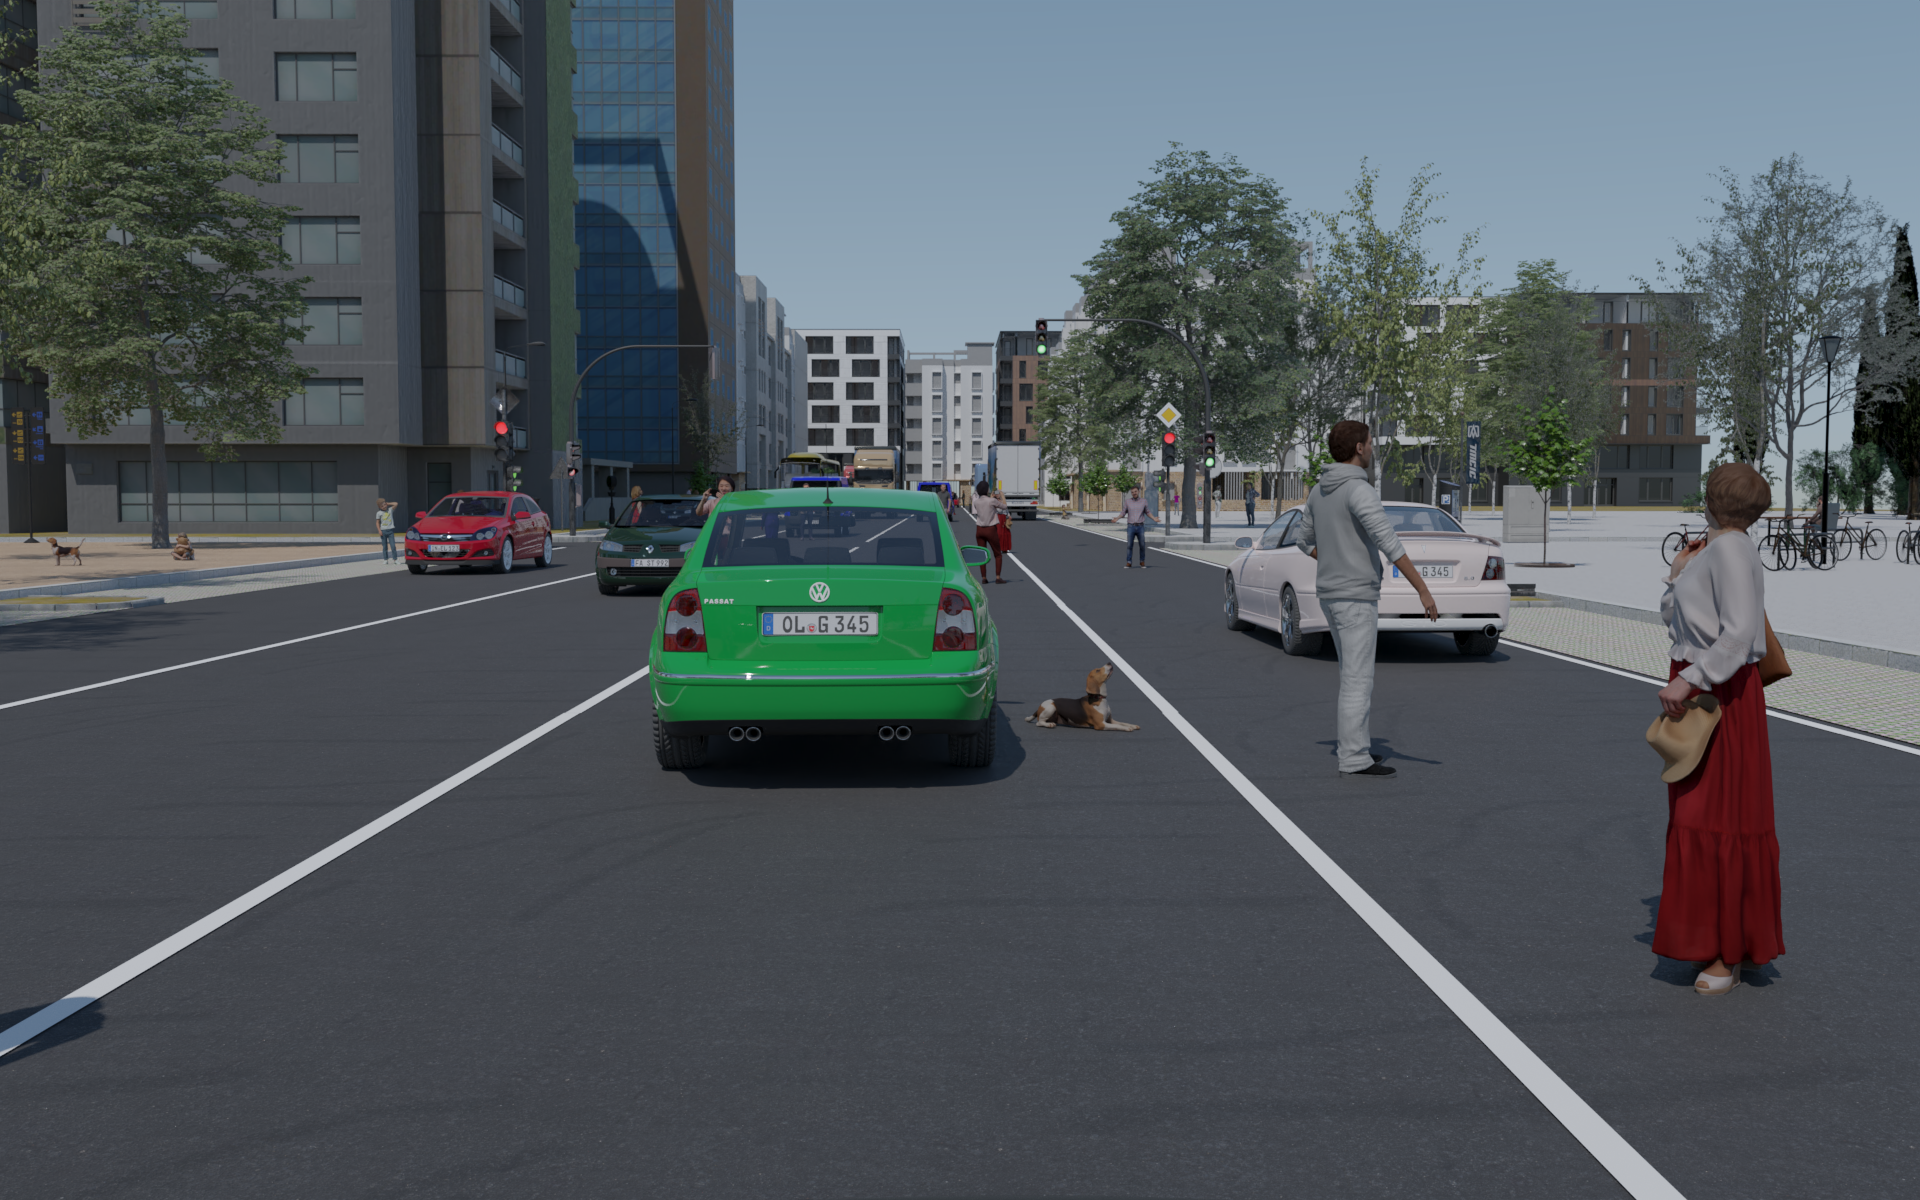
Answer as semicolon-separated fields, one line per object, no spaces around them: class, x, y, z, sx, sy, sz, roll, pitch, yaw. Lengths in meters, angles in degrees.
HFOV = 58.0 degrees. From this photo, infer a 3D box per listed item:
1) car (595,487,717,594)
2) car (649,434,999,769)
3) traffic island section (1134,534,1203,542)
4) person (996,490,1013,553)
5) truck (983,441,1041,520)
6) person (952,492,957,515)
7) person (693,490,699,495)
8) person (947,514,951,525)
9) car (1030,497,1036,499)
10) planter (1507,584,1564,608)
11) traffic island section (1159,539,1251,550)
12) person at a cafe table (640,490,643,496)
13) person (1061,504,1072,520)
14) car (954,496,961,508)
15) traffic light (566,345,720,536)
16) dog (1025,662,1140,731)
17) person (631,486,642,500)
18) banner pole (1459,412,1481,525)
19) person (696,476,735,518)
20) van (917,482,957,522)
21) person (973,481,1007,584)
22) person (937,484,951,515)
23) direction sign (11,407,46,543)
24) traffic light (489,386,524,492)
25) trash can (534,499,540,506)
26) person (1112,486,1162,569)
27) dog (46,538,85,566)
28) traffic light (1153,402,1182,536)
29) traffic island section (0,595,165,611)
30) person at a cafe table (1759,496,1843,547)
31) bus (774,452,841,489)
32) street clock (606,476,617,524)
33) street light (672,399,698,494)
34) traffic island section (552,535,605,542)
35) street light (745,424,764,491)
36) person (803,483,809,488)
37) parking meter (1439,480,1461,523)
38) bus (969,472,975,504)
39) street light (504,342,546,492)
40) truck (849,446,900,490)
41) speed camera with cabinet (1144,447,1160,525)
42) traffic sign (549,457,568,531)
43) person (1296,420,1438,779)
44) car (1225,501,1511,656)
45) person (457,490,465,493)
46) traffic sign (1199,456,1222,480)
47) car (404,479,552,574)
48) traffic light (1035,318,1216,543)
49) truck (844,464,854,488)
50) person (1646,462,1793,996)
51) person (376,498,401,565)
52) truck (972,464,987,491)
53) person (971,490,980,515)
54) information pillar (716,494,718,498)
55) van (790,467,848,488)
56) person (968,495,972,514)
car;-4.315;-0.991;25.985;2.009;1.686;4.222;0;4;-1
car;-0.753;-0.101;10.440;1.959;1.807;4.718;0;4;-2
traffic island section;6.392;-1.887;53.127;2.009;0.180;2.903;0;4;0
person;0.997;-1.875;41.631;0.523;1.526;0.387;-3;4;-36
truck;2.895;-6.639;97.464;2.839;4.237;11.283;0;4;-2
person;-0.469;-6.701;119.932;0.647;1.594;0.662;0;4;7
person;-11.586;-4.057;76.537;0.444;1.614;0.593;0;4;-2
person;-0.693;-4.160;80.421;0.435;1.345;0.340;-2;4;-26
car;5.579;-8.523;148.151;1.959;1.807;4.718;0;4;0
planter;6.575;-0.094;22.683;1.991;0.319;1.994;0;4;0
traffic island section;6.442;-1.398;45.142;2.009;0.180;2.903;0;4;0
person at a cafe table;-18.692;-5.801;103.359;1.622;1.524;1.698;-1;4;-17
person;5.931;-4.905;96.622;0.347;0.859;0.695;-3;4;-38
car;-0.964;-10.652;183.202;2.155;1.783;4.494;0;4;1
traffic light;-9.737;-4.787;52.932;4.771;5.953;1.251;0;4;0
dog;0.742;0.580;10.705;0.550;0.427;0.748;-1;4;-20
person;-7.241;-1.777;39.260;0.444;1.614;0.593;0;4;-4
banner pole;15.391;-3.819;52.458;0.401;3.779;0.863;-3;5;-43
person;-2.817;-0.635;20.342;0.517;1.644;0.566;3;5;43
van;-1.315;-5.298;91.006;2.240;2.365;5.245;0;4;0
person;0.480;-1.086;27.709;0.566;1.644;0.517;-2;4;-24
person;-0.654;-3.378;63.856;0.598;1.807;0.434;2;4;30
direction sign;-24.330;-3.259;45.280;0.876;3.537;0.379;0;4;3
traffic light;-11.779;-3.424;44.899;0.839;4.253;0.868;0;4;0
trash can;-13.774;-2.673;55.358;0.748;1.137;0.748;0;3;0
person;3.370;-1.397;33.300;0.963;1.587;0.435;0;4;-2
dog;-16.001;-0.867;30.999;0.540;0.507;0.406;-3;5;-44
traffic light;6.352;-3.920;53.013;0.839;4.253;0.868;0;4;0
traffic island section;-11.350;0.049;22.070;1.991;0.108;1.994;0;4;0
person at a cafe table;20.528;-1.901;41.938;1.698;1.238;1.726;-1;4;-11
bus;-9.119;-6.994;105.894;2.896;3.916;12.252;0;4;1
street clock;-13.692;-3.886;68.109;0.358;2.002;0.471;-3;4;-39
street light;-13.456;-6.843;84.425;1.470;5.913;1.316;0;4;0
traffic island section;-11.869;-1.880;53.019;2.009;0.180;2.903;0;4;0
street light;-13.736;-8.751;115.621;1.470;5.913;1.316;0;4;0
person;-4.695;-2.717;53.449;0.617;1.759;0.750;-1;4;-16
parking meter;8.662;-1.360;30.653;0.372;1.533;0.369;0;3;0
bus;2.499;-10.963;170.787;2.896;3.916;12.252;0;4;-2
street light;-13.348;-4.923;53.024;1.470;5.913;1.316;0;4;0
truck;-4.970;-7.012;103.559;2.839;4.237;11.283;0;4;-1
speed camera with cabinet;8.054;-4.789;72.630;0.660;3.252;2.038;1;4;8
traffic sign;-13.797;-3.670;60.009;0.884;2.594;0.081;0;4;2
person;2.073;-0.011;8.820;0.789;1.805;0.875;-1;4;-21
car;3.791;-0.269;16.760;2.083;1.381;4.827;0;4;-2
person;-11.805;-1.826;40.822;0.523;1.526;0.387;-2;4;-30
traffic sign;8.129;-3.438;56.312;0.768;2.556;0.104;0;4;2
car;-8.995;-1.437;32.535;2.155;1.783;4.494;0;4;2
traffic light;4.311;-4.294;44.874;4.771;5.953;1.251;0;4;0
truck;-9.500;-10.552;161.441;2.839;4.237;11.283;0;4;-1
person;2.243;0.358;5.114;0.387;1.526;0.523;2;4;25
person;-11.559;-1.384;35.031;0.435;1.345;0.340;-2;4;-27
truck;2.419;-9.695;148.264;2.967;4.110;18.799;0;4;1
person;1.057;-6.527;115.883;0.551;1.740;0.621;-2;4;-26
information pillar;-14.391;-6.076;103.842;0.304;2.012;0.304;3;5;39
van;-4.819;-3.347;59.114;2.240;2.365;5.245;0;4;0
person;0.696;-6.817;123.864;0.340;1.345;0.435;-1;4;-11
